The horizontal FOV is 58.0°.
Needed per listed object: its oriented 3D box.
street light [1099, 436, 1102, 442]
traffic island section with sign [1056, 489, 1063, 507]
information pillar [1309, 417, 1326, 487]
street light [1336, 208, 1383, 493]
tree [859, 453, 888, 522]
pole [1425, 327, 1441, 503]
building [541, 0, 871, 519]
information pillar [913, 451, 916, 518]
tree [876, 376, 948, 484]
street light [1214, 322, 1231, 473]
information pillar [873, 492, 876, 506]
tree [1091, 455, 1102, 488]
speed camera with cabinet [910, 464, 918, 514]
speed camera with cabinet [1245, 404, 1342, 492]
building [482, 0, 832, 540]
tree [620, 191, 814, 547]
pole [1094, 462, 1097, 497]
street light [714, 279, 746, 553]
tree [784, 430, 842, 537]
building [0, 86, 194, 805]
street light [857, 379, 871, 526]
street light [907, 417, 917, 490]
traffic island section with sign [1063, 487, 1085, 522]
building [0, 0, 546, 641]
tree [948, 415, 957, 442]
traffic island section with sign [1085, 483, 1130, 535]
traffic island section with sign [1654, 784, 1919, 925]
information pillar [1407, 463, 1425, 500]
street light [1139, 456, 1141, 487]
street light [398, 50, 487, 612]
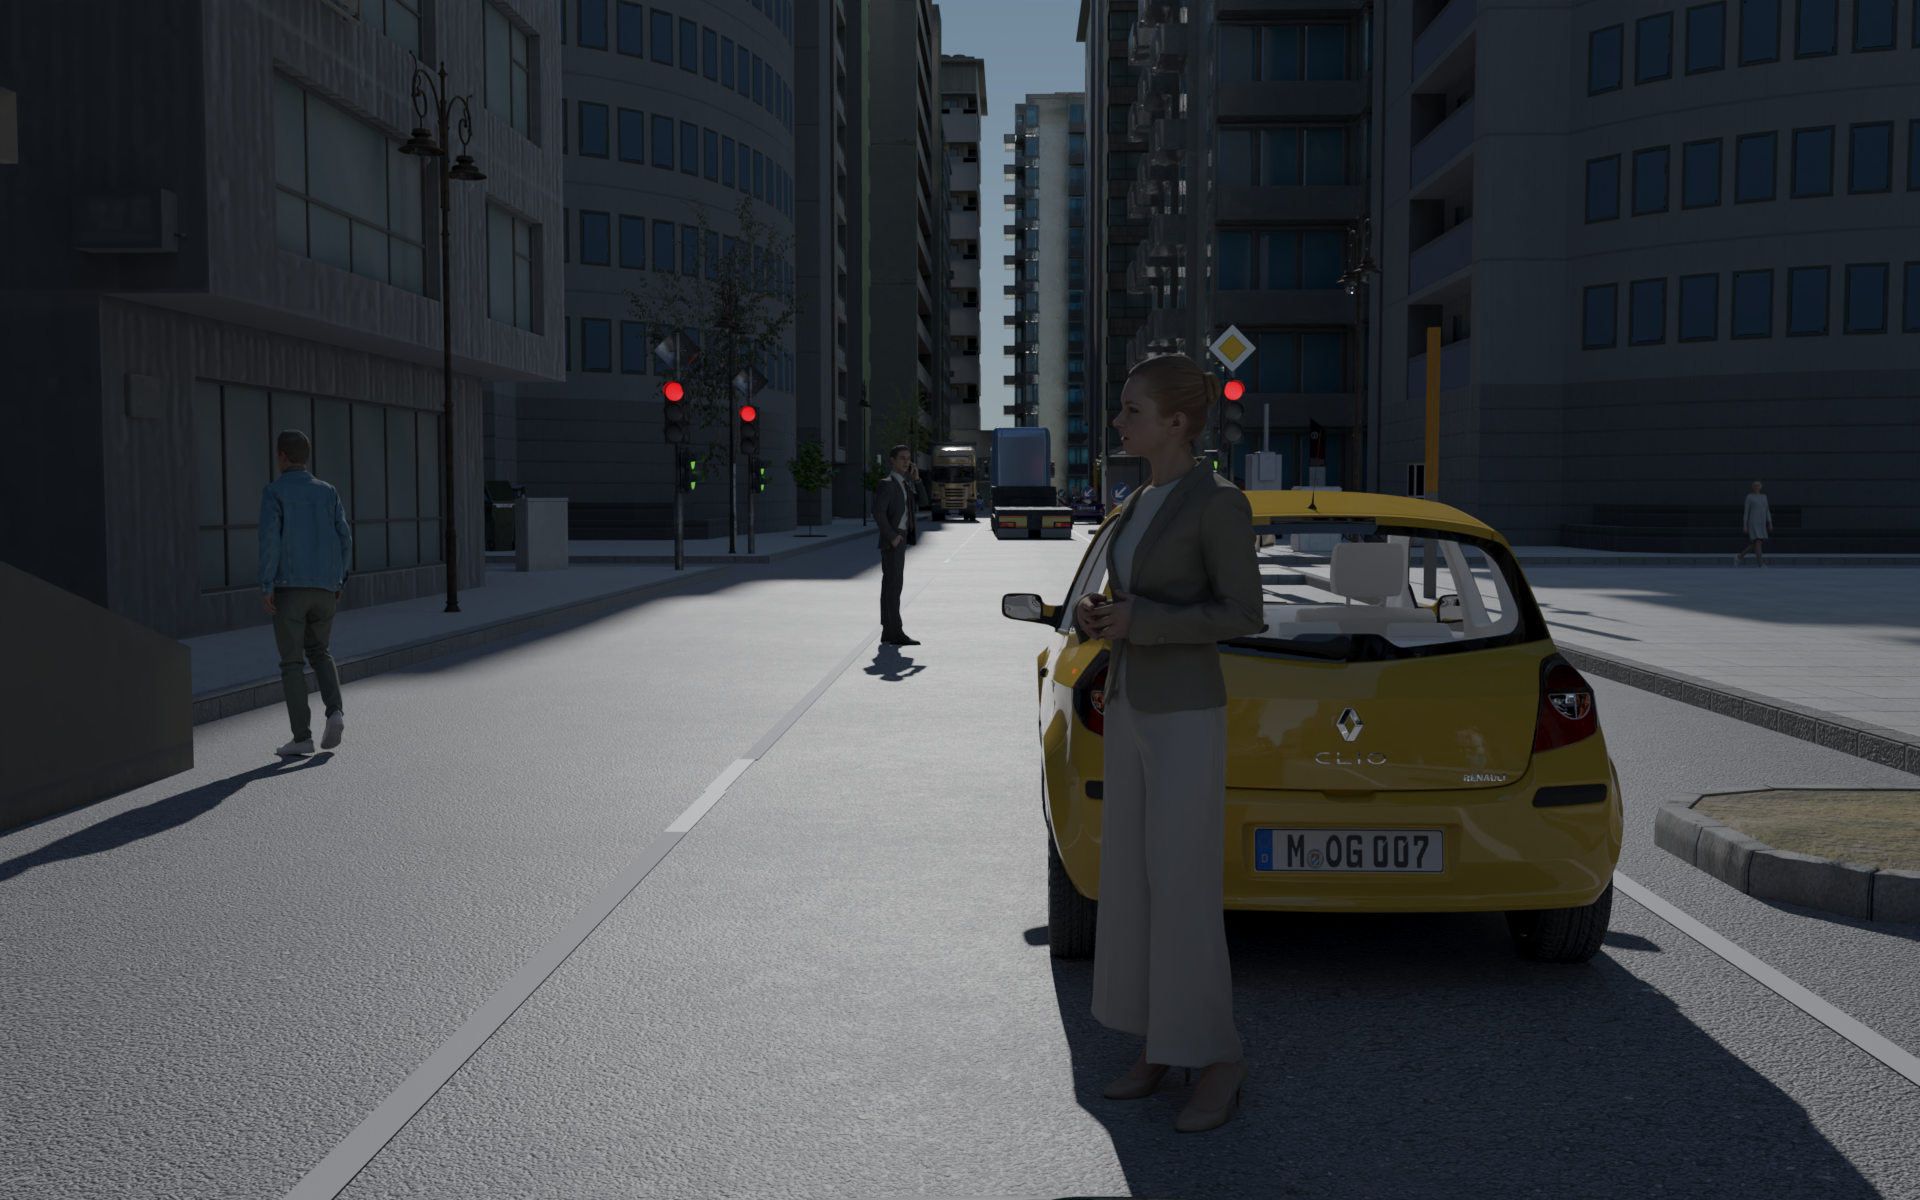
[{"bbox_3d":[9.177,-8.482,111.473,0.468,5.910,1.993,0,4,2],"label":"street light"},{"bbox_3d":[8.916,-9.676,166.829,1.989,1.847,2.006,0,4,2],"label":"traffic island section with sign"},{"bbox_3d":[10.834,-3.743,52.556,0.504,3.616,0.183,2,4,23],"label":"information pillar"},{"bbox_3d":[6.510,-3.400,28.379,0.468,5.910,1.993,0,4,2],"label":"street light"},{"bbox_3d":[-3.777,-5.269,80.744,1.663,3.219,1.824,0,3,0],"label":"tree"},{"bbox_3d":[5.805,-1.680,21.311,0.158,3.312,0.155,0,3,0],"label":"pole"},{"bbox_3d":[-12.147,-24.731,87.950,14.154,41.232,14.086,0,4,2],"label":"building"},{"bbox_3d":[-2.514,-6.281,94.057,0.183,3.616,0.504,0,4,3],"label":"information pillar"},{"bbox_3d":[-3.333,-9.681,108.649,4.737,8.622,4.395,0,3,0],"label":"tree"},{"bbox_3d":[7.122,-4.512,46.561,0.468,5.910,1.993,0,4,2],"label":"street light"},{"bbox_3d":[-4.380,-5.285,90.902,0.304,2.012,0.304,-1,4,-19],"label":"information pillar"},{"bbox_3d":[10.429,-8.069,115.640,4.285,4.588,4.351,0,3,0],"label":"tree"},{"bbox_3d":[-3.536,-7.196,111.992,2.038,3.252,0.660,-1,4,-14],"label":"speed camera with cabinet"},{"bbox_3d":[7.379,-2.691,38.326,2.038,3.252,0.660,0,4,-7],"label":"speed camera with cabinet"},{"bbox_3d":[-16.388,-31.587,58.448,21.231,58.520,28.212,0,4,2],"label":"building"},{"bbox_3d":[-5.696,-5.571,41.446,4.360,8.622,3.978,0,3,0],"label":"tree"},{"bbox_3d":[8.707,-7.189,111.383,0.158,3.312,0.155,0,3,0],"label":"pole"},{"bbox_3d":[-4.933,-3.947,37.322,0.468,5.910,1.993,0,4,2],"label":"street light"},{"bbox_3d":[-4.364,-3.504,51.886,1.663,3.219,1.824,0,3,0],"label":"tree"},{"bbox_3d":[-20.325,-18.931,1.409,32.217,40.220,23.993,0,4,2],"label":"building"},{"bbox_3d":[-3.835,-5.918,69.544,0.468,5.910,1.993,0,4,2],"label":"street light"},{"bbox_3d":[-2.835,-7.913,102.167,0.468,5.910,1.993,0,4,2],"label":"street light"},{"bbox_3d":[6.435,-4.899,88.725,1.989,1.847,2.006,0,4,2],"label":"traffic island section with sign"},{"bbox_3d":[-12.644,-20.560,19.748,14.086,41.232,14.154,0,4,2],"label":"building"},{"bbox_3d":[-1.814,-12.333,152.012,4.737,8.622,4.395,0,3,0],"label":"tree"},{"bbox_3d":[5.577,-3.251,61.783,1.989,1.847,2.006,0,4,2],"label":"traffic island section with sign"},{"bbox_3d":[3.818,0.126,6.568,1.989,1.847,2.006,0,4,2],"label":"traffic island section with sign"},{"bbox_3d":[10.938,-2.266,41.549,0.304,2.012,0.304,-1,4,-22],"label":"information pillar"},{"bbox_3d":[8.205,-6.487,78.845,0.468,5.910,1.993,0,4,2],"label":"street light"},{"bbox_3d":[-5.525,-2.806,18.668,0.468,5.910,1.993,0,4,2],"label":"street light"}]
